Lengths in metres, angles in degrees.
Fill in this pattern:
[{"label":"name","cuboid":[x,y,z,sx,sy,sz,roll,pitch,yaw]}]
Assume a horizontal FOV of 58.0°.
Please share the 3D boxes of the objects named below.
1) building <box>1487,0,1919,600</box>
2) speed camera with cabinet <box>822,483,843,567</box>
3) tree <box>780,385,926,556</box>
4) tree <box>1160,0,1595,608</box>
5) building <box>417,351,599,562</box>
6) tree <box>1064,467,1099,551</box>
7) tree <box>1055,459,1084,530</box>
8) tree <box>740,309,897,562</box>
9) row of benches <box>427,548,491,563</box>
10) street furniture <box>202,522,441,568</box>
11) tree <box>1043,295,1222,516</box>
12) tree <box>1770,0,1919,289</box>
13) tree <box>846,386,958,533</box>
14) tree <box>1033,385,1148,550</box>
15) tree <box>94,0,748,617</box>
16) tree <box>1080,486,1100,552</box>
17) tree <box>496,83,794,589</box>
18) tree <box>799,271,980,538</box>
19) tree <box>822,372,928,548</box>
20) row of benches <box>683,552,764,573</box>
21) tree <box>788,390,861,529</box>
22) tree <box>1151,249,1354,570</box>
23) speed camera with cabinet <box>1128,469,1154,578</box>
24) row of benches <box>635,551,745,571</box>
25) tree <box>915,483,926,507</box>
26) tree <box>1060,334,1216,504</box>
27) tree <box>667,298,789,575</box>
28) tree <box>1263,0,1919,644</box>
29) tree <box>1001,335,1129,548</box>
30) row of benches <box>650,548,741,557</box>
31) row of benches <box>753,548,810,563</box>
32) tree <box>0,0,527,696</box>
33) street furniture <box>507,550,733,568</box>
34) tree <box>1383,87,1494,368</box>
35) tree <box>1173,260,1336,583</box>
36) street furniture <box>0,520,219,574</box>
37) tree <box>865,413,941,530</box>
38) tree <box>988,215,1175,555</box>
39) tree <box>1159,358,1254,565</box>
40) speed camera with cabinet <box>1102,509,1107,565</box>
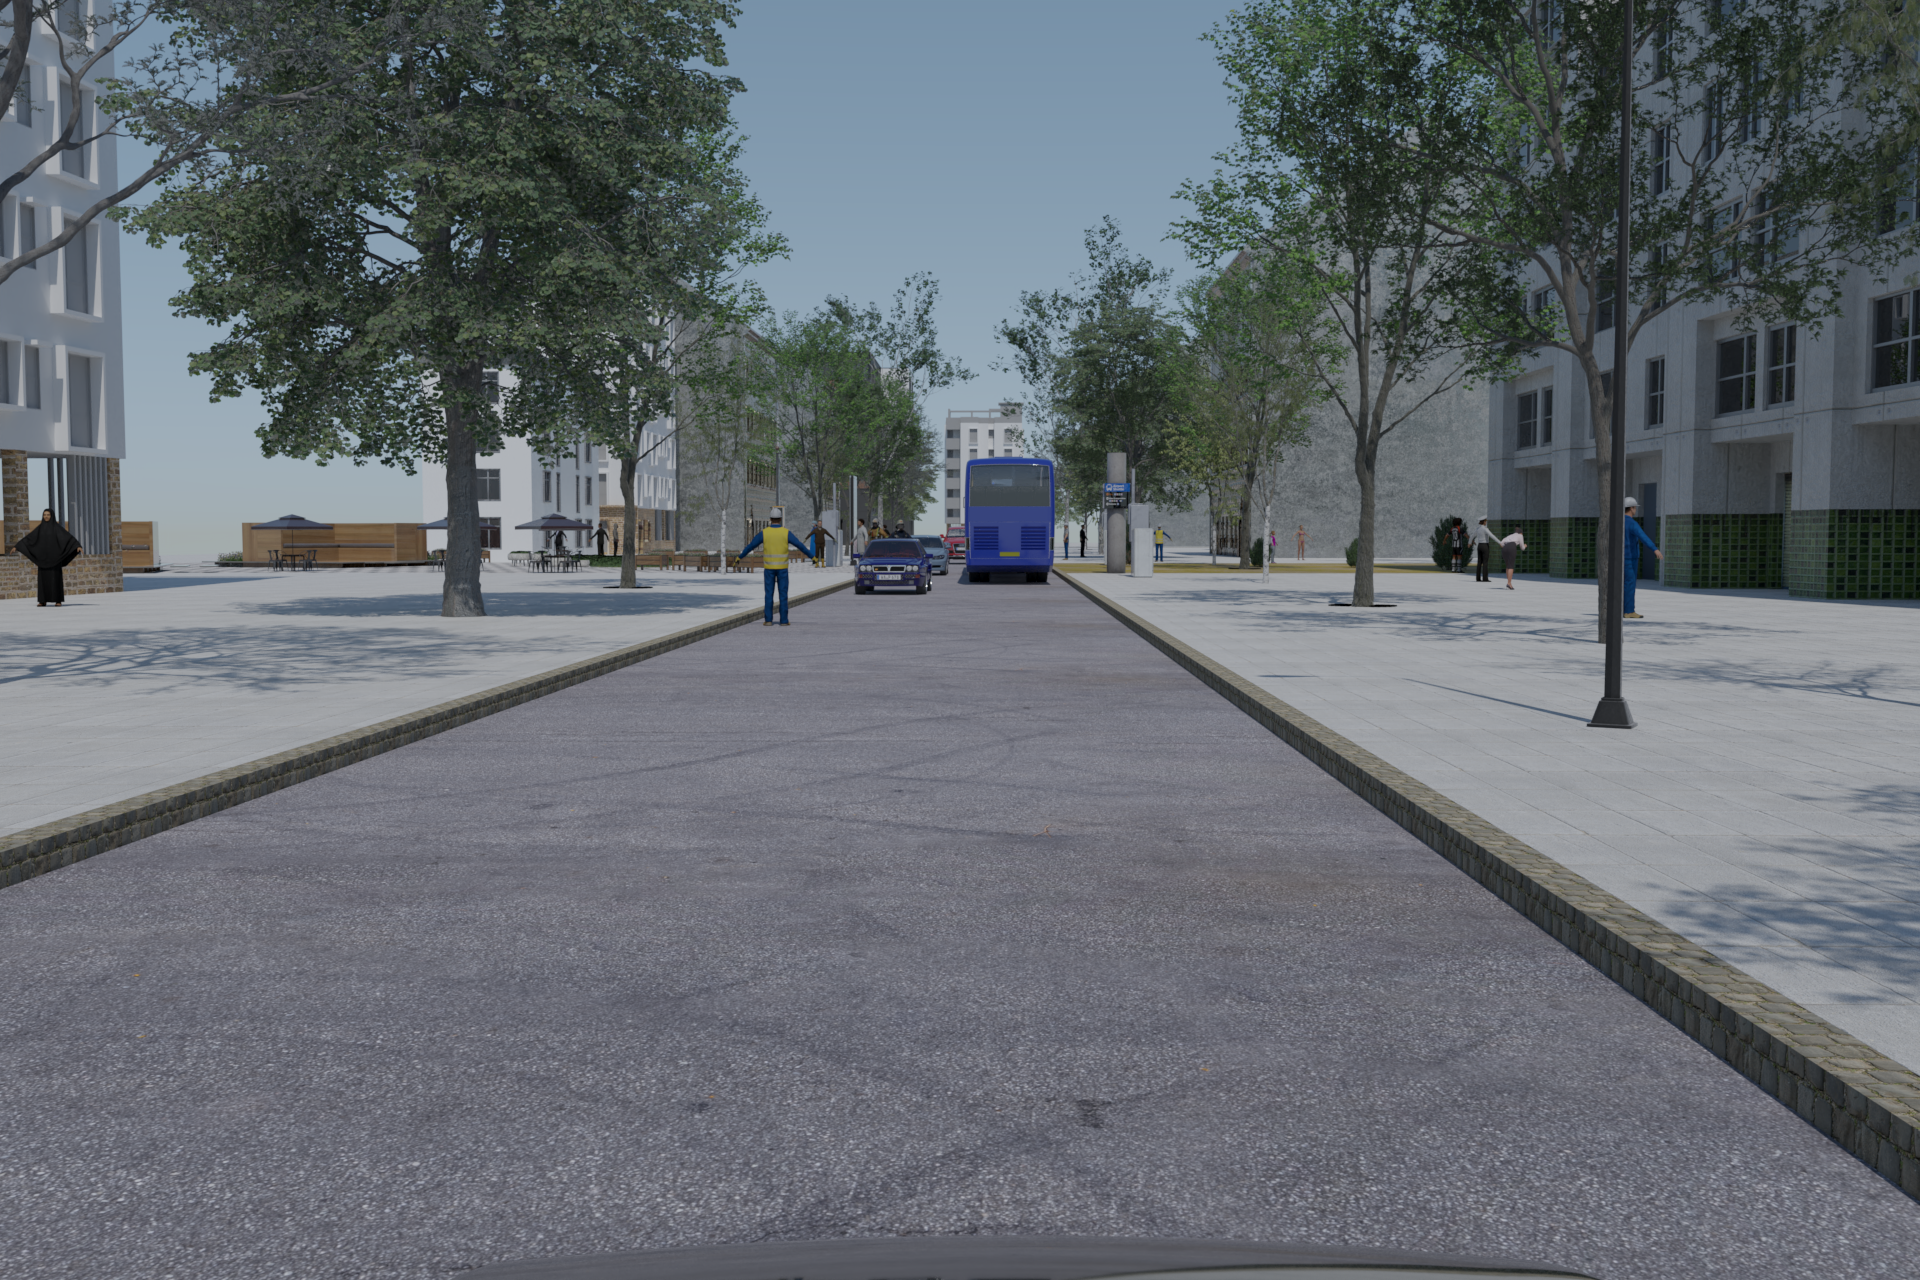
[{"label":"building","cuboid":[25.553,-10.705,41.484,16.747,18.905,31.486,0,4,2]},{"label":"speed camera with cabinet","cuboid":[-5.004,-4.495,67.826,0.660,3.252,2.038,0,4,3]},{"label":"tree","cuboid":[-6.502,-10.153,100.407,8.767,10.594,7.601,-1,4,-22]},{"label":"tree","cuboid":[7.159,-6.381,30.082,9.928,11.665,9.643,0,3,0]},{"label":"building","cuboid":[-23.919,-9.267,93.666,9.099,9.664,28.070,0,4,1]},{"label":"tree","cuboid":[9.408,-10.889,128.405,4.737,8.622,4.395,0,3,0]},{"label":"tree","cuboid":[15.770,-20.476,252.904,7.486,12.596,7.792,0,3,0]},{"label":"tree","cuboid":[-6.616,-9.420,79.778,9.928,11.665,9.643,0,3,0]},{"label":"row of benches","cuboid":[-22.652,-3.736,76.550,4.104,0.672,1.422,-3,5,-39]},{"label":"street furniture","cuboid":[-25.057,-3.869,70.118,11.010,1.723,9.812,1,4,20]},{"label":"tree","cuboid":[9.129,-11.303,91.455,9.857,13.997,8.962,0,3,0]},{"label":"tree","cuboid":[7.019,-3.786,12.267,4.360,8.622,3.978,0,3,0]},{"label":"tree","cuboid":[-5.381,-14.094,140.804,12.009,13.543,11.850,0,3,0]},{"label":"tree","cuboid":[10.367,-14.107,141.026,12.009,13.543,11.850,0,3,0]},{"label":"tree","cuboid":[-7.867,-7.337,26.616,9.857,13.997,8.962,0,3,0]},{"label":"tree","cuboid":[9.926,-10.466,121.482,4.737,8.622,4.395,0,3,0]},{"label":"tree","cuboid":[-7.713,-7.009,40.359,9.928,11.665,9.643,0,3,0]},{"label":"tree","cuboid":[-4.239,-16.361,123.390,12.611,20.169,13.585,0,3,0]},{"label":"tree","cuboid":[-5.680,-11.284,110.245,9.928,11.665,9.643,0,3,0]},{"label":"row of benches","cuboid":[-7.824,-2.595,57.883,1.422,0.672,4.104,-3,5,-43]},{"label":"tree","cuboid":[-6.567,-8.426,88.135,4.360,8.622,3.978,0,3,0]},{"label":"tree","cuboid":[10.495,-8.365,62.528,9.928,11.665,9.643,0,3,0]},{"label":"speed camera with cabinet","cuboid":[5.424,-3.518,51.855,0.660,3.252,2.038,0,4,1]},{"label":"row of benches","cuboid":[-9.474,-2.793,61.134,4.104,0.672,1.422,1,4,14]},{"label":"tree","cuboid":[-9.452,-21.062,254.730,12.009,13.543,11.850,0,3,0]},{"label":"tree","cuboid":[8.423,-8.904,79.992,8.767,10.594,7.601,3,4,39]},{"label":"tree","cuboid":[-7.470,-6.345,54.099,4.360,8.622,3.978,0,3,0]},{"label":"tree","cuboid":[7.722,-5.252,20.285,8.767,10.594,7.601,1,4,14]},{"label":"tree","cuboid":[9.724,-18.795,163.187,12.611,20.169,13.585,0,3,0]},{"label":"row of benches","cuboid":[-11.727,-3.722,76.321,4.104,0.672,1.422,0,4,-6]},{"label":"row of benches","cuboid":[-7.698,-3.740,76.604,1.422,0.672,4.104,2,4,29]},{"label":"tree","cuboid":[-8.108,-6.294,13.275,12.009,13.543,11.850,0,3,0]},{"label":"street furniture","cuboid":[-13.182,-3.226,68.368,10.072,0.657,5.734,2,4,35]},{"label":"tree","cuboid":[24.821,-13.283,73.072,12.611,20.169,13.585,0,3,0]},{"label":"tree","cuboid":[8.033,-5.768,44.675,4.360,8.622,3.978,0,3,0]},{"label":"street furniture","cuboid":[-31.140,-3.192,59.039,11.010,1.723,9.812,-1,4,-19]},{"label":"tree","cuboid":[-5.417,-14.706,158.566,7.486,12.596,7.792,0,3,0]},{"label":"tree","cuboid":[7.980,-15.276,105.656,12.611,20.169,13.585,0,3,0]},{"label":"tree","cuboid":[10.464,-7.420,71.683,4.737,8.622,4.395,0,3,0]},{"label":"speed camera with cabinet","cuboid":[6.242,-4.730,71.676,0.660,3.252,2.038,0,4,2]}]
